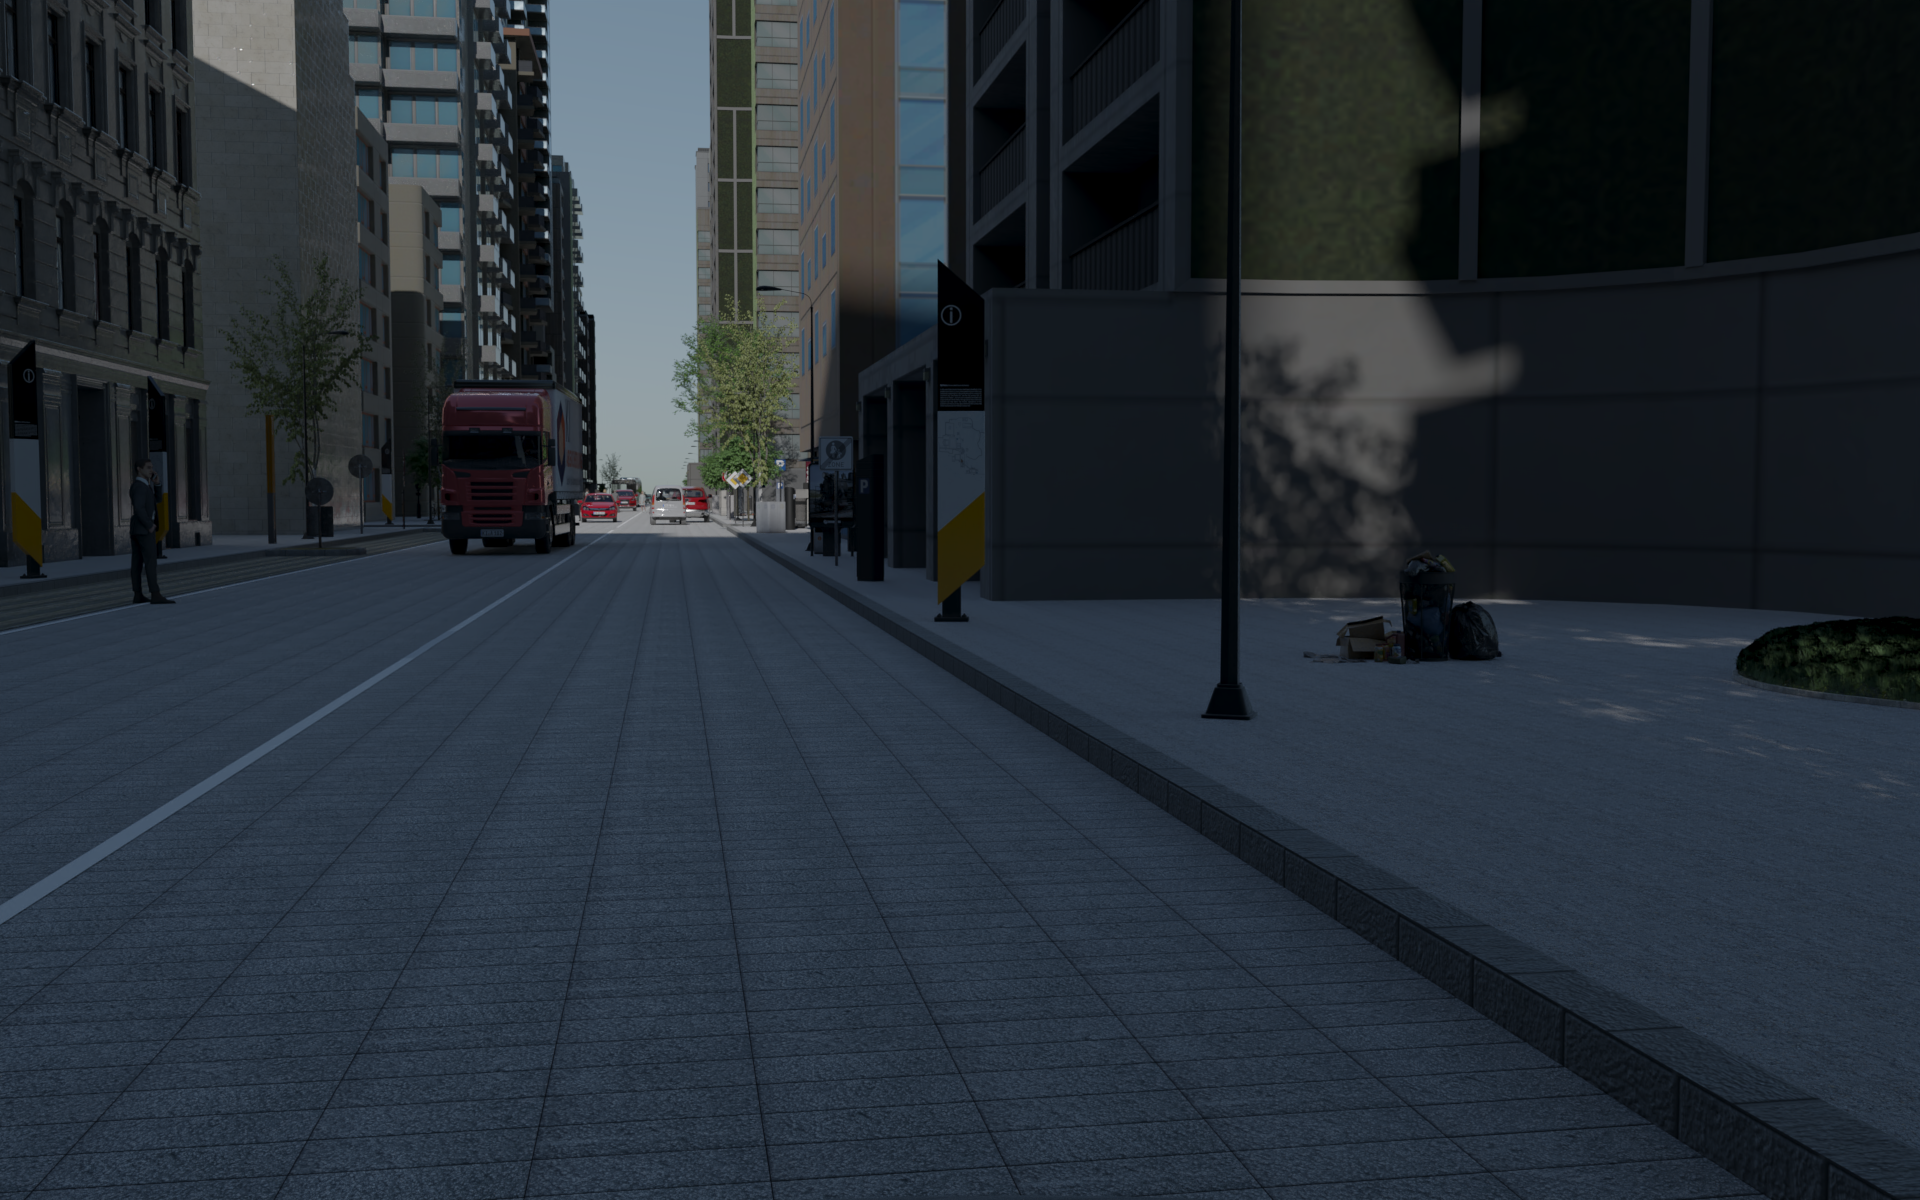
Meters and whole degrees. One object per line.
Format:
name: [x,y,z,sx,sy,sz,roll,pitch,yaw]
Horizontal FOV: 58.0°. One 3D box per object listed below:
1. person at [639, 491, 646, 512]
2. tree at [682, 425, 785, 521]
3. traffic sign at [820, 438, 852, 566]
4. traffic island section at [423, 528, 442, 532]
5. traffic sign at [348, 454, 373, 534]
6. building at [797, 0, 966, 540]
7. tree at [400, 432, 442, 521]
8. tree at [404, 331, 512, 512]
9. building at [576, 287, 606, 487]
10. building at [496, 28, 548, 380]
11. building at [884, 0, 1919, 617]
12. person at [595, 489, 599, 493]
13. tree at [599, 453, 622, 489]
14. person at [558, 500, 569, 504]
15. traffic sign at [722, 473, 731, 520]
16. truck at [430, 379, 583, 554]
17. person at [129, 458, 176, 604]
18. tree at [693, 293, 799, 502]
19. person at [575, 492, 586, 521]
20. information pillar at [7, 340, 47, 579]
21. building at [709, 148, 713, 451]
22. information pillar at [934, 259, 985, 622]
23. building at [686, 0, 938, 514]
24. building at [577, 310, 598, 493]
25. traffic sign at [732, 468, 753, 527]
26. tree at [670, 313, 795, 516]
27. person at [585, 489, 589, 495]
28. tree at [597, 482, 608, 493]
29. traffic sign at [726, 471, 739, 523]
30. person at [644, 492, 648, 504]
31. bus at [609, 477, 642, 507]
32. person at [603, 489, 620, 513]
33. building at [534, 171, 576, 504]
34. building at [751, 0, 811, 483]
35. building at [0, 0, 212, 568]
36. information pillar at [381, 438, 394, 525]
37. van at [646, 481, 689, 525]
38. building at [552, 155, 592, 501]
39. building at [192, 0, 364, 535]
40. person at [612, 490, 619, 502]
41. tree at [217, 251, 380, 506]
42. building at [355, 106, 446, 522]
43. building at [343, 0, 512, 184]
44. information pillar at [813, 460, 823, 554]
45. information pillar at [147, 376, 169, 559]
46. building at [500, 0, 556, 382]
person: [-24.781,-7.692,135.269,0.512,1.701,0.522,0,4,-6]
tree: [-10.116,-6.026,82.239,4.285,4.588,4.351,0,3,0]
traffic sign: [-2.207,-1.758,30.866,0.606,2.300,0.079,0,4,-1]
traffic island section: [-19.279,-2.682,66.138,2.009,0.180,2.903,-1,4,-9]
traffic sign: [-19.247,-3.397,55.641,0.768,2.556,0.104,0,4,-8]
building: [2.520,-24.573,51.888,14.600,45.320,14.200,-1,4,-9]
tree: [-25.494,-6.159,84.416,4.285,4.588,4.351,0,3,0]
tree: [-23.557,-7.891,79.378,4.360,8.622,3.978,0,3,0]
building: [-74.885,-36.203,283.806,32.217,40.220,23.993,-1,4,-9]
building: [-49.995,-30.894,159.743,22.147,44.769,28.867,-1,4,-9]
building: [9.700,-35.869,24.710,20.563,71.187,20.611,-1,4,-9]
person: [-21.753,-5.805,104.248,0.643,1.720,0.563,1,4,14]
tree: [-61.096,-21.577,303.143,4.737,8.622,4.395,0,3,0]
person: [-17.856,-4.218,77.633,0.590,1.801,0.661,3,5,42]
traffic sign: [-11.424,-5.252,85.981,0.768,2.556,0.104,0,4,-5]
truck: [-11.463,-3.419,44.810,2.839,4.237,11.283,0,4,-8]
person: [-10.628,-0.908,22.709,0.474,1.900,0.648,-3,4,-38]
tree: [-7.442,-6.861,62.541,4.737,8.622,4.395,0,3,0]
person: [-19.978,-5.083,91.392,0.659,1.850,0.755,-1,4,-19]
information pillar: [-14.125,-2.130,26.178,0.183,3.616,0.504,1,4,16]
building: [-19.849,-36.112,214.133,21.300,48.544,21.600,-1,4,-9]
information pillar: [-0.002,-1.589,17.340,0.504,3.616,0.183,0,4,3]
building: [-11.683,-42.812,138.234,20.563,71.187,20.611,-1,4,-9]
building: [-63.454,-30.277,266.730,14.160,30.474,14.107,-1,4,-9]
traffic sign: [-8.508,-3.927,67.848,0.795,2.450,0.064,-1,4,-9]
tree: [-13.152,-10.676,100.313,9.928,11.665,9.643,0,3,0]
person: [-25.193,-6.645,117.330,0.511,1.800,0.466,1,4,18]
tree: [-56.122,-16.985,272.312,1.663,3.219,1.824,0,3,0]
traffic sign: [-9.824,-4.409,75.725,0.795,2.450,0.064,-1,4,-9]
person: [-44.436,-14.385,244.244,0.990,1.755,0.434,1,4,16]
bus: [-35.945,-11.748,186.933,2.948,3.499,13.247,0,4,-8]
person: [-26.612,-7.533,131.883,1.509,1.804,0.699,-2,4,-25]
building: [-54.898,-32.353,212.565,14.154,41.232,14.086,-1,4,-9]
building: [-6.727,-26.344,114.323,14.154,41.232,14.086,-1,4,-9]
building: [-22.036,-11.279,33.556,9.793,20.994,18.267,-1,4,-9]
information pillar: [-24.073,-4.979,72.768,0.504,3.616,0.183,2,4,24]
van: [-13.749,-4.553,81.453,2.013,2.044,4.112,-1,4,-11]
building: [-64.463,-38.155,243.448,23.786,49.044,30.456,-1,4,-9]
building: [-29.739,-12.411,57.674,16.860,20.320,10.420,-1,4,-9]
person: [-27.633,-7.938,138.689,0.661,1.777,0.834,-1,4,-14]
tree: [-19.622,-6.203,51.775,4.737,8.622,4.395,0,3,0]
building: [-42.824,-14.950,89.466,27.650,21.520,28.899,-1,4,-9]
building: [-44.758,-30.998,126.430,23.786,49.044,30.456,-1,4,-9]
information pillar: [-2.930,-1.988,37.001,0.304,2.012,0.304,2,4,24]
information pillar: [-15.851,-2.622,34.228,0.504,3.616,0.183,2,4,35]
building: [-54.604,-53.536,187.992,22.319,86.520,31.000,-1,4,-9]
